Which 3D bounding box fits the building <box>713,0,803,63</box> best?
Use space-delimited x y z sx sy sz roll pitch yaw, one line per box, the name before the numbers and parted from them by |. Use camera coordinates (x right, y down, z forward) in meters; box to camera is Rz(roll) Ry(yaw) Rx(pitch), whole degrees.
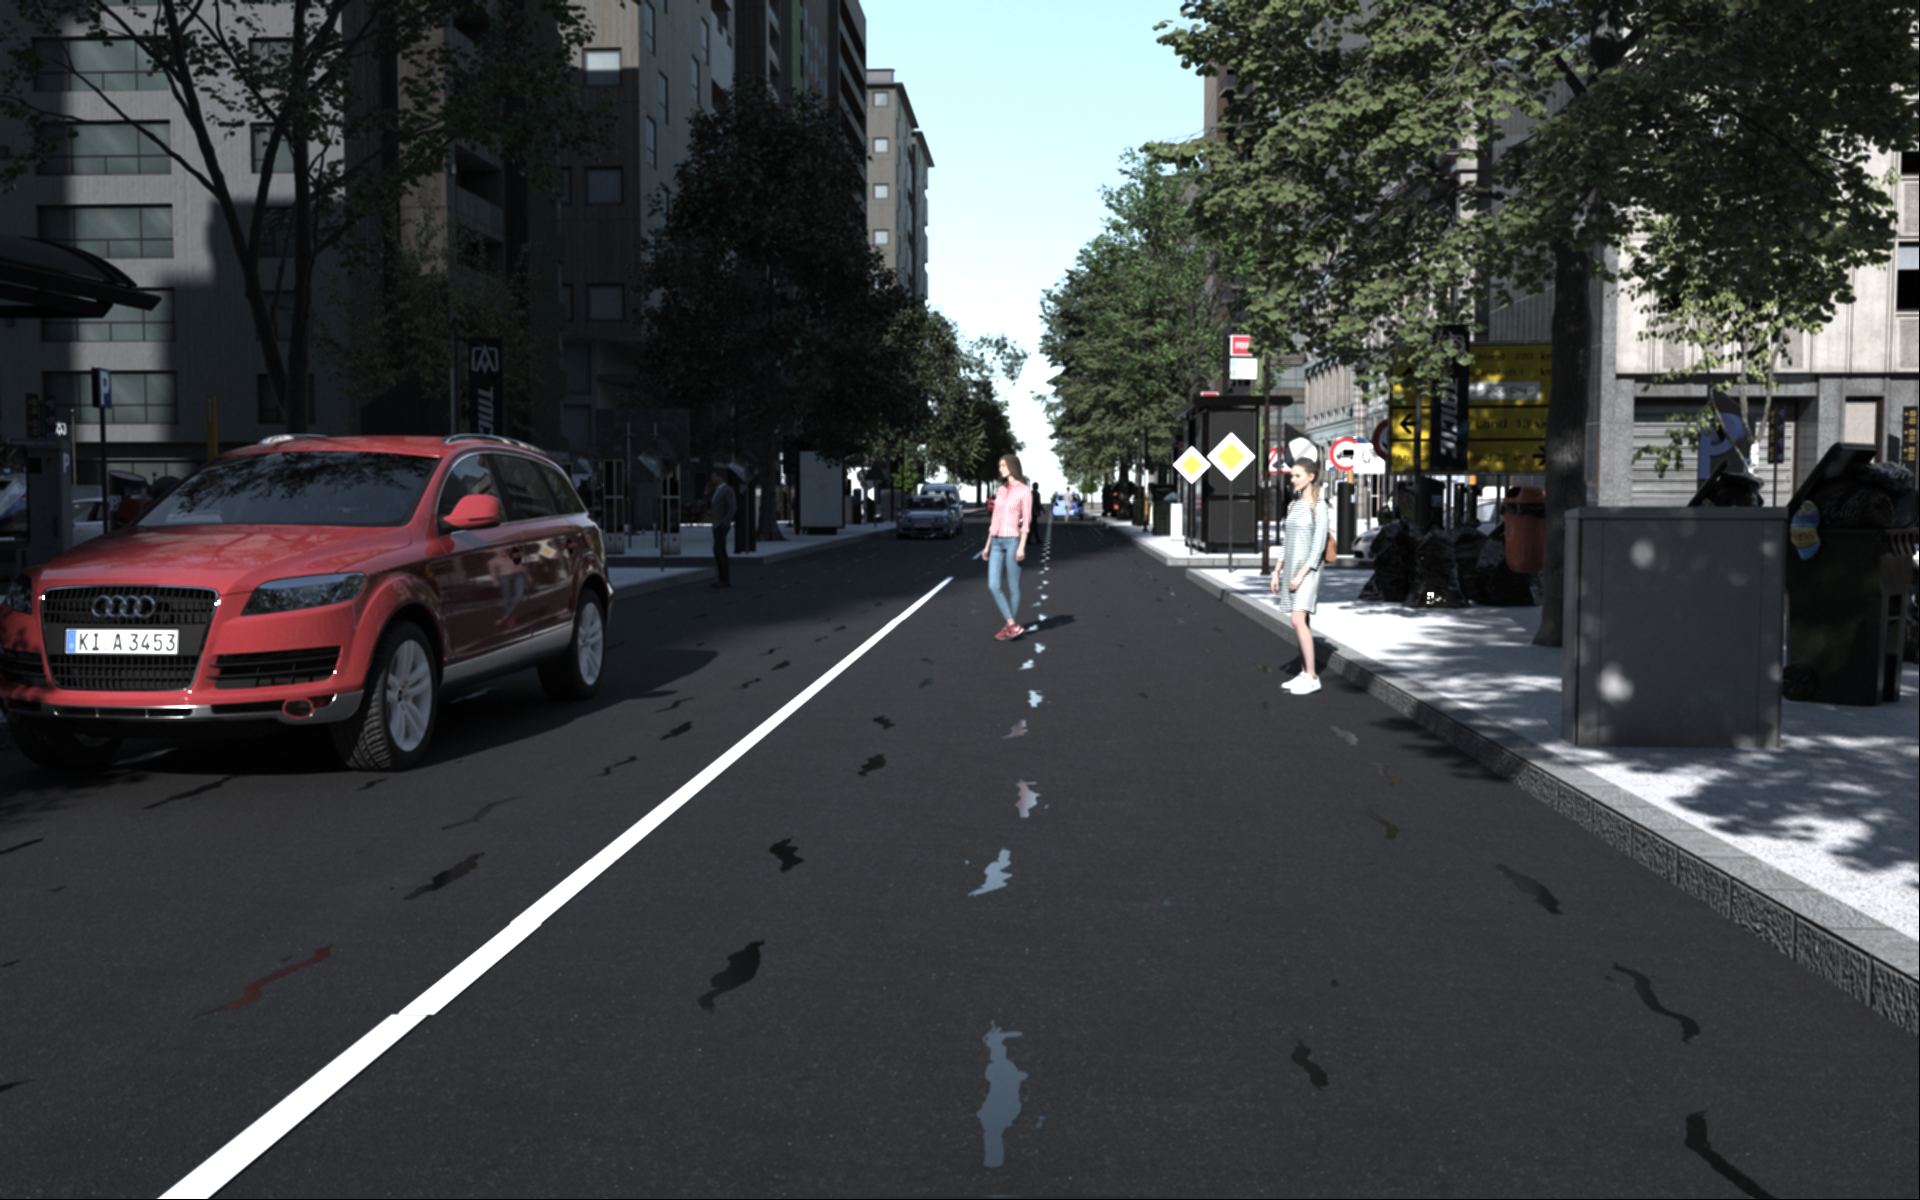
building | -18.719 -26.643 119.201 14.154 41.232 14.086 0 4 3

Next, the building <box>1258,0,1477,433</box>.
building | 28.161 -26.932 123.937 14.154 41.232 14.086 0 4 3

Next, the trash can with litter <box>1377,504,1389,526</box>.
trash can with litter | 10.166 -1.876 42.066 1.055 1.170 0.624 1 4 16

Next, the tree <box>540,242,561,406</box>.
tree | -12.720 -5.912 47.026 4.737 8.622 4.395 0 3 0

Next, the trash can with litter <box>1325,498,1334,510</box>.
trash can with litter | 11.525 -2.697 55.487 0.624 1.170 1.055 2 4 30

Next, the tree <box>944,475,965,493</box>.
tree | -0.458 -8.637 135.823 1.663 3.219 1.824 0 3 0

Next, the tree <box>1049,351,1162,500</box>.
tree | 9.386 -10.428 104.908 8.767 10.594 7.601 1 4 9

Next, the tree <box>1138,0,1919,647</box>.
tree | 5.511 -5.873 14.154 7.486 12.596 7.792 0 3 0

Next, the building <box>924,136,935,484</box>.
building | -18.639 -40.272 247.681 28.713 52.752 27.495 0 4 3

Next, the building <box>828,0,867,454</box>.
building | -19.845 -32.267 151.271 21.300 48.544 21.600 0 4 3

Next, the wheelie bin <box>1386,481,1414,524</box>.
wheelie bin | 10.490 -2.008 40.732 0.980 1.594 0.693 -3 5 -41

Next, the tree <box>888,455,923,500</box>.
tree | -2.775 -5.577 85.787 1.663 3.219 1.824 0 3 0

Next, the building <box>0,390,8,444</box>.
building | -44.084 -22.848 65.440 23.993 40.220 32.217 0 4 3

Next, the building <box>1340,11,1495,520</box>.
building | 25.447 -14.385 76.997 13.314 21.916 24.055 0 4 3

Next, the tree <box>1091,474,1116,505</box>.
tree | 12.102 -8.995 141.669 1.663 3.219 1.824 0 3 0

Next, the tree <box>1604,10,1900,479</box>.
tree | 11.655 -4.594 25.471 4.737 8.622 4.395 0 3 0

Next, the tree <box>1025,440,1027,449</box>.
tree | 3.336 -17.600 204.769 9.611 12.733 9.660 0 3 0

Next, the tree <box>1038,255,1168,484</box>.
tree | 12.624 -16.762 129.950 12.611 20.169 13.585 0 3 0

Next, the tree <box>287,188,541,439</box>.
tree | -13.413 -5.561 41.288 4.737 8.622 4.395 0 3 0

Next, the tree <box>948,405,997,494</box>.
tree | 0.003 -11.080 131.522 4.737 8.622 4.395 0 3 0

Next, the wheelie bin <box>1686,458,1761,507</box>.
wheelie bin | 6.880 -0.473 15.643 0.693 1.594 0.980 1 4 22

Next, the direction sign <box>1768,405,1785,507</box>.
direction sign | 20.896 -3.205 44.391 0.379 3.537 0.876 0 4 2

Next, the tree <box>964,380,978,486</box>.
tree | 1.969 -15.527 171.995 7.486 12.596 7.792 0 3 0

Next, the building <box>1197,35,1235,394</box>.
building | 30.897 -31.608 166.898 14.600 45.320 14.200 0 4 3

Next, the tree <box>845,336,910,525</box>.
tree | -4.018 -7.469 72.479 4.737 8.622 4.395 0 3 0

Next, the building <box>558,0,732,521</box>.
building | -27.569 -30.848 93.596 28.713 52.752 27.495 0 4 3

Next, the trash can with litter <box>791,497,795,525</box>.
trash can with litter | -6.496 -3.682 71.592 1.055 1.170 0.624 -3 5 -42

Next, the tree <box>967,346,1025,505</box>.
tree | -2.680 -11.203 100.171 9.611 12.733 9.660 0 3 0

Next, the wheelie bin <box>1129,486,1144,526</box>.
wheelie bin | 7.394 -3.817 70.318 0.980 1.594 0.693 -1 4 -11

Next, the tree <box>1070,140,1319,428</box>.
tree | 6.964 -7.684 51.382 9.928 11.665 9.643 0 3 0

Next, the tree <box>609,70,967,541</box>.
tree | -5.149 -7.961 47.163 9.611 12.733 9.660 0 3 0

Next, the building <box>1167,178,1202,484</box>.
building | 34.068 -33.153 225.647 14.154 41.232 14.086 0 4 3

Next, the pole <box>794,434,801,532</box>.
pole | -5.520 -3.974 58.812 0.158 3.312 0.155 0 3 0

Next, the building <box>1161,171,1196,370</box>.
building | 35.140 -36.055 239.602 14.600 45.320 14.200 0 4 3

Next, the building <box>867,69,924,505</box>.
building | -20.350 -38.596 220.290 28.713 52.752 27.495 0 4 3

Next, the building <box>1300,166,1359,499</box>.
building | 26.415 -16.118 99.694 11.583 22.565 21.152 0 4 3

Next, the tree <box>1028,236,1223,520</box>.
tree | 8.338 -11.014 86.729 9.857 13.997 8.962 0 3 0

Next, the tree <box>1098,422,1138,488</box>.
tree | 10.733 -10.191 116.980 4.737 8.622 4.395 0 3 0

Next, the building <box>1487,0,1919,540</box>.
building | 27.257 -14.243 50.902 19.932 24.808 12.078 0 4 3

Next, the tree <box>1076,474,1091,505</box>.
tree | 11.619 -9.815 155.083 1.663 3.219 1.824 0 3 0

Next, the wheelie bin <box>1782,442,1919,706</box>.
wheelie bin | 5.531 -0.174 10.749 0.980 1.594 0.693 -3 5 -43

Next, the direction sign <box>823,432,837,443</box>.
direction sign | -4.478 -4.170 60.182 0.876 3.537 0.379 -2 4 -35

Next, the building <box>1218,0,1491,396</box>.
building | 33.264 -30.009 145.263 22.147 44.769 28.867 0 4 3

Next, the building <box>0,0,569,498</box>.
building | -22.383 -17.582 59.161 14.160 30.474 14.107 0 4 3

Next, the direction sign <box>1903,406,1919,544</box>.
direction sign | 24.688 -3.214 44.550 0.876 3.537 0.379 3 5 44

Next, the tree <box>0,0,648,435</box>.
tree | -7.207 -5.651 18.144 9.928 11.665 9.643 0 3 0

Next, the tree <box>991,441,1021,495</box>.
tree | 4.269 -17.343 217.970 7.601 10.594 8.767 1 4 15

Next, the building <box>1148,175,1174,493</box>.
building | 39.224 -38.789 257.898 21.300 48.544 21.600 0 4 3

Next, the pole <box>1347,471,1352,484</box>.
pole | 15.165 -4.501 67.442 0.158 3.312 0.155 0 3 0

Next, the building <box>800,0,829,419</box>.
building | -17.861 -29.557 133.371 14.600 45.320 14.200 0 4 3

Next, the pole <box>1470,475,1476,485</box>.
pole | 15.513 -3.580 52.373 0.158 3.312 0.155 0 3 0

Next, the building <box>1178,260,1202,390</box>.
building | 33.647 -26.924 211.908 14.160 30.474 14.107 0 4 3

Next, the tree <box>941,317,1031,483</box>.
tree | 1.001 -20.191 186.017 12.611 20.169 13.585 0 3 0

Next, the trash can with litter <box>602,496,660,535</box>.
trash can with litter | -10.599 -2.665 54.622 1.678 1.210 2.233 -3 5 -44

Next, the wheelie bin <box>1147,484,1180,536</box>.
wheelie bin | 6.293 -2.792 53.558 0.980 1.594 0.693 0 4 6

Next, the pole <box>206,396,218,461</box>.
pole | -15.556 -2.584 36.097 0.158 3.312 0.155 0 3 0

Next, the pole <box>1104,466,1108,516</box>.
pole | 8.526 -6.563 101.146 0.158 3.312 0.155 0 3 0

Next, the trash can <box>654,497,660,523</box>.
trash can | -13.254 -3.957 76.343 0.748 1.137 0.748 0 3 0

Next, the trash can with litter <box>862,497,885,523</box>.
trash can with litter | -3.899 -4.035 77.352 1.055 1.170 0.624 -3 5 -40
